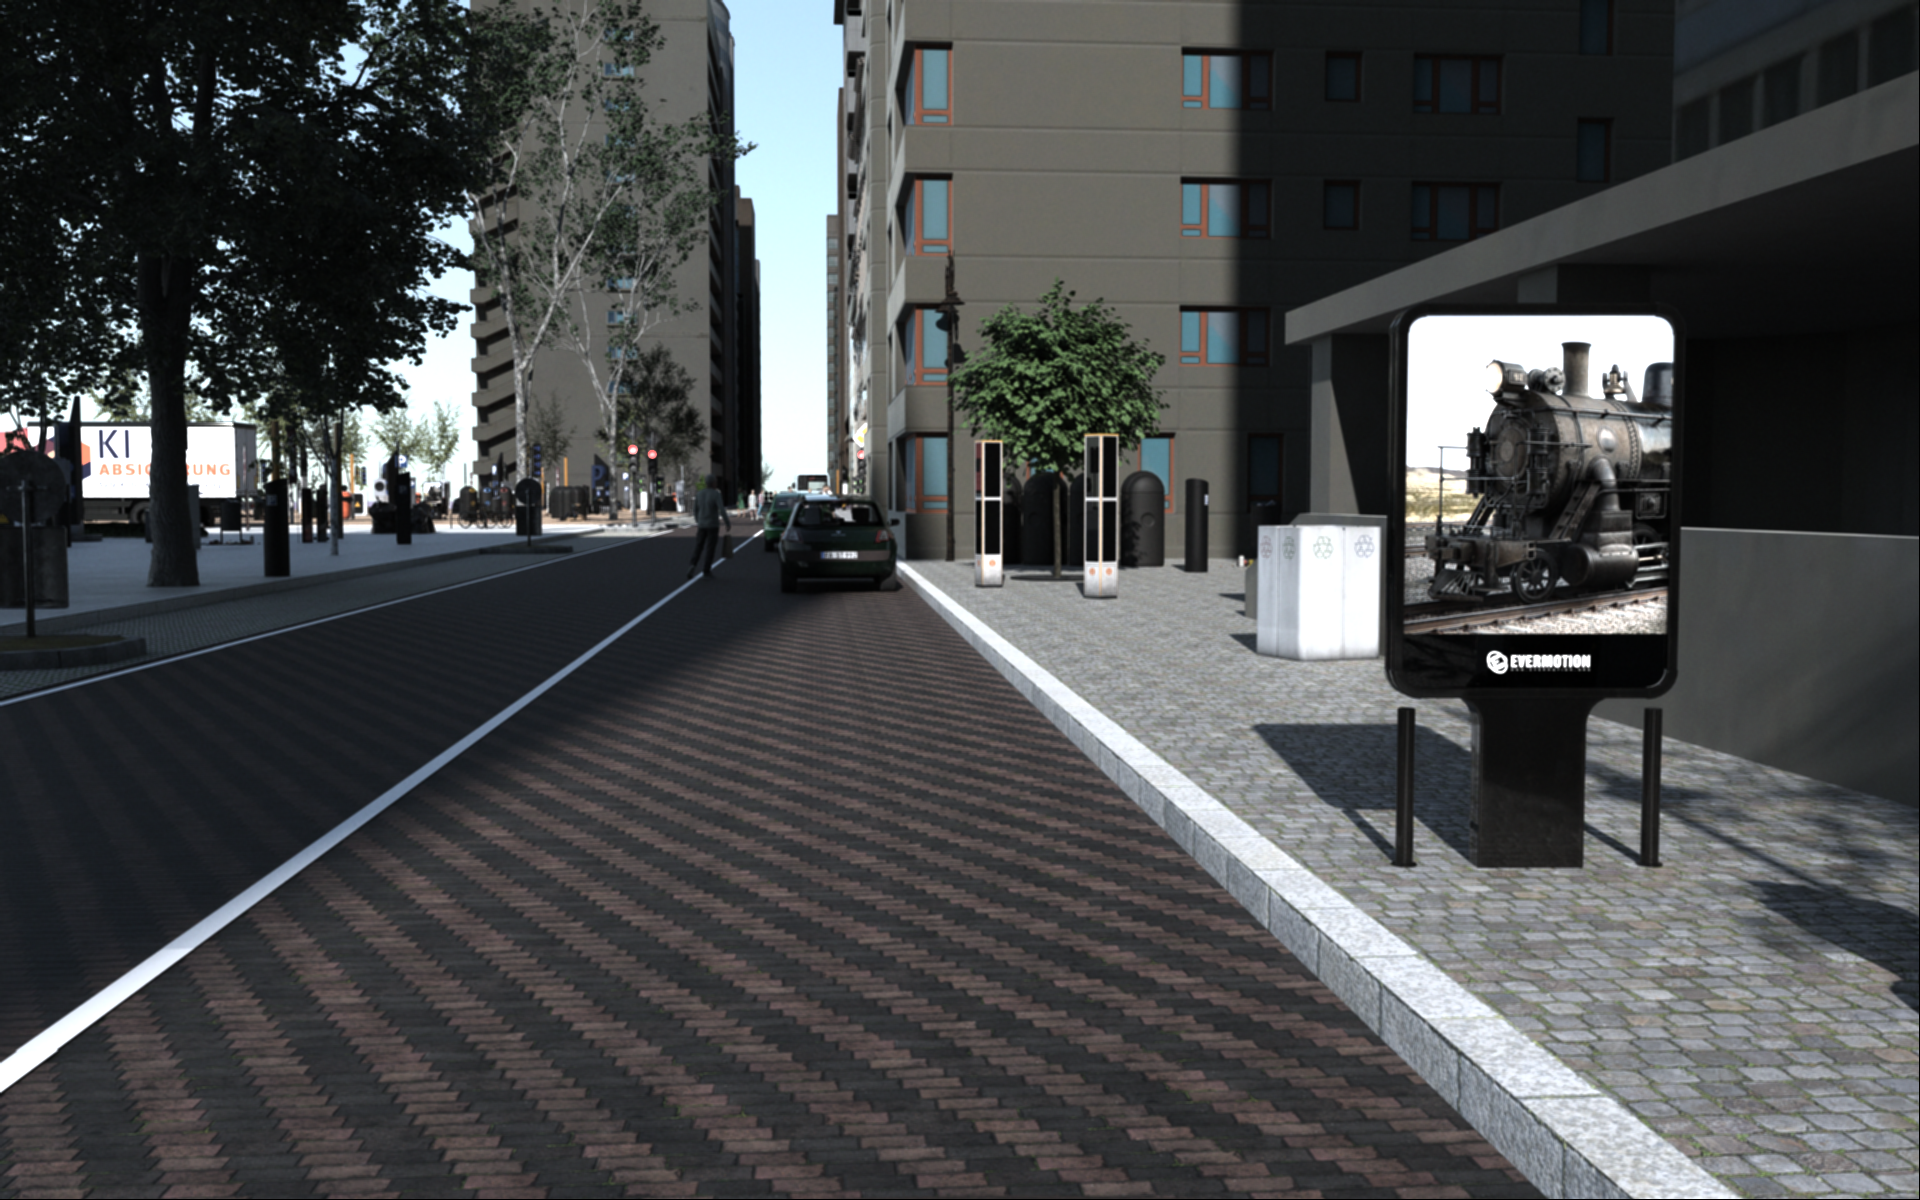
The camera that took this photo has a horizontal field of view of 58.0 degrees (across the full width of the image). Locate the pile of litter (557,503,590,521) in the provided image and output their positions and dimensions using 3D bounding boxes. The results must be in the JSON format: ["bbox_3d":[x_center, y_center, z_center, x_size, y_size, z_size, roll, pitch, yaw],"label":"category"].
[{"bbox_3d":[-18.251,-4.176,82.248,1.719,0.858,1.176,1,4,18],"label":"pile of litter"}]

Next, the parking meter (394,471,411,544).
[{"bbox_3d":[-14.265,-2.361,44.316,0.399,1.863,0.255,-1,4,-19],"label":"parking meter"}]

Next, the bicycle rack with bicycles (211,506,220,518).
[{"bbox_3d":[-40.471,-4.871,93.030,2.925,0.926,2.852,-1,4,-16],"label":"bicycle rack with bicycles"}]

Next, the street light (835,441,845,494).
[{"bbox_3d":[-10.891,-11.303,157.587,0.468,5.910,1.993,0,4,-5],"label":"street light"}]

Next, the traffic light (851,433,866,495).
[{"bbox_3d":[-4.286,-5.275,75.171,0.839,4.253,0.868,0,4,-5],"label":"traffic light"}]

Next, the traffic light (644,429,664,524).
[{"bbox_3d":[-13.165,-5.229,74.408,0.839,4.253,0.868,0,4,-5],"label":"traffic light"}]

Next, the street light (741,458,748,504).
[{"bbox_3d":[-27.591,-15.122,220.039,0.468,5.910,1.993,0,4,-5],"label":"street light"}]

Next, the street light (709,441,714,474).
[{"bbox_3d":[-21.713,-10.925,151.406,0.468,5.910,1.993,0,4,-5],"label":"street light"}]

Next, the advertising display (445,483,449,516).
[{"bbox_3d":[-30.283,-5.930,102.172,0.123,1.923,0.974,-1,4,-8],"label":"advertising display"}]

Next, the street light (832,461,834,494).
[{"bbox_3d":[-13.654,-13.373,191.434,0.468,5.910,1.993,0,4,-5],"label":"street light"}]

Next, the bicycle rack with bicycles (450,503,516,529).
[{"bbox_3d":[-17.835,-3.159,65.037,2.925,0.926,2.852,2,4,30],"label":"bicycle rack with bicycles"}]

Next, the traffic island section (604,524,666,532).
[{"bbox_3d":[-12.533,-2.710,66.583,2.009,0.180,2.903,0,4,-5],"label":"traffic island section"}]

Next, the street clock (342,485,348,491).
[{"bbox_3d":[-49.614,-8.259,139.596,0.471,2.002,0.358,0,4,-1],"label":"street clock"}]

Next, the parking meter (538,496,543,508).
[{"bbox_3d":[-34.319,-8.313,141.624,0.255,1.863,0.399,1,4,23],"label":"parking meter"}]

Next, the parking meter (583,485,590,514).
[{"bbox_3d":[-24.079,-6.476,111.595,0.399,1.863,0.255,1,4,18],"label":"parking meter"}]

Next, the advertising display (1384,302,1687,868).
[{"bbox_3d":[1.956,-0.044,5.931,0.974,1.923,0.123,0,4,0],"label":"advertising display"}]

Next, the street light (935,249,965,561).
[{"bbox_3d":[-0.196,-3.680,32.952,0.468,5.910,1.993,0,4,-5],"label":"street light"}]

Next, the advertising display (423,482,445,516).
[{"bbox_3d":[-27.726,-5.254,91.118,0.974,1.923,0.123,0,4,1],"label":"advertising display"}]

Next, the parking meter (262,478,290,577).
[{"bbox_3d":[-10.678,-1.140,27.043,0.372,1.533,0.369,0,3,0],"label":"parking meter"}]

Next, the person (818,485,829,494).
[{"bbox_3d":[-6.070,-4.184,76.873,0.622,1.834,0.822,-3,5,-41],"label":"person"}]

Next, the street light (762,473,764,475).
[{"bbox_3d":[-34.475,-20.189,302.880,0.468,5.910,1.993,0,4,-5],"label":"street light"}]

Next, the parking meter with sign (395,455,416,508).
[{"bbox_3d":[-24.592,-4.951,77.204,0.543,3.016,1.738,-3,4,-38],"label":"parking meter with sign"}]

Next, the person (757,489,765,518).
[{"bbox_3d":[-12.174,-5.885,105.553,0.643,1.720,0.563,-1,4,-21],"label":"person"}]

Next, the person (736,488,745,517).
[{"bbox_3d":[-13.522,-5.999,106.831,0.529,1.795,0.600,1,4,11],"label":"person"}]

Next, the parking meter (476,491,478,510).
[{"bbox_3d":[-37.749,-7.735,134.884,0.372,1.533,0.369,0,3,0],"label":"parking meter"}]

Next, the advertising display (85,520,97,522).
[{"bbox_3d":[-40.331,-4.581,80.114,0.974,1.923,0.123,1,4,17],"label":"advertising display"}]

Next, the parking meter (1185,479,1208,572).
[{"bbox_3d":[3.889,-1.226,28.458,0.372,1.533,0.369,0,3,0],"label":"parking meter"}]

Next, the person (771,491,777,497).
[{"bbox_3d":[-19.287,-10.446,179.830,0.750,1.759,0.617,-2,4,-32],"label":"person"}]

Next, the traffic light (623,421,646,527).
[{"bbox_3d":[-12.493,-4.742,66.451,0.839,4.253,0.868,0,4,-5],"label":"traffic light"}]

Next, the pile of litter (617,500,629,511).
[{"bbox_3d":[-26.244,-7.357,134.252,1.176,0.858,1.719,0,4,3],"label":"pile of litter"}]

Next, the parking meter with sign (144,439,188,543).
[{"bbox_3d":[-21.324,-3.071,46.479,0.543,3.016,1.738,0,4,-1],"label":"parking meter with sign"}]

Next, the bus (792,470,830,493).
[{"bbox_3d":[-11.760,-8.686,136.871,2.948,3.499,13.247,0,4,-6],"label":"bus"}]

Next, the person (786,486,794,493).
[{"bbox_3d":[-9.033,-5.189,93.152,0.655,1.846,0.447,-3,4,-36],"label":"person"}]

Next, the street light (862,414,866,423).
[{"bbox_3d":[-4.382,-6.659,81.660,0.468,5.910,1.993,0,4,-5],"label":"street light"}]

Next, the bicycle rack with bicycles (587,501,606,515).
[{"bbox_3d":[-23.369,-5.707,106.691,2.852,0.926,2.925,-2,4,-31],"label":"bicycle rack with bicycles"}]

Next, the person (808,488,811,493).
[{"bbox_3d":[-9.383,-6.093,108.472,0.624,1.780,0.694,2,4,34],"label":"person"}]

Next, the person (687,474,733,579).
[{"bbox_3d":[-4.195,-1.240,29.264,0.782,1.767,0.515,2,4,25],"label":"person"}]

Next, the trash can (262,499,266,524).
[{"bbox_3d":[-21.199,-2.564,53.575,0.748,1.137,0.748,0,3,0],"label":"trash can"}]

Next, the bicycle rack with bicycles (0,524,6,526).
[{"bbox_3d":[-17.695,-1.030,30.215,2.925,0.926,2.852,-1,4,-10],"label":"bicycle rack with bicycles"}]

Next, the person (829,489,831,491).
[{"bbox_3d":[-6.769,-4.985,90.346,0.599,1.781,0.374,1,4,19],"label":"person"}]

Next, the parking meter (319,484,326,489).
[{"bbox_3d":[-35.323,-5.527,96.080,0.399,1.863,0.255,1,4,16],"label":"parking meter"}]

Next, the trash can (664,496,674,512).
[{"bbox_3d":[-20.925,-6.903,124.520,0.748,1.137,0.748,0,3,0],"label":"trash can"}]

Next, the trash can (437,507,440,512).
[{"bbox_3d":[-32.842,-5.913,108.339,0.748,1.137,0.748,0,3,0],"label":"trash can"}]

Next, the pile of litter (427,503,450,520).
[{"bbox_3d":[-26.183,-4.403,85.950,1.719,0.858,1.176,2,4,24],"label":"pile of litter"}]

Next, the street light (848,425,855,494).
[{"bbox_3d":[-7.238,-8.753,115.905,0.468,5.910,1.993,0,4,-5],"label":"street light"}]

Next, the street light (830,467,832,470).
[{"bbox_3d":[-16.503,-15.472,225.750,0.468,5.910,1.993,0,4,-5],"label":"street light"}]

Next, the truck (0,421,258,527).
[{"bbox_3d":[-33.761,-4.847,68.162,11.283,4.237,2.839,0,4,-3],"label":"truck"}]

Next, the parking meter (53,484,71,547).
[{"bbox_3d":[-21.663,-2.040,41.766,0.372,1.533,0.369,0,3,0],"label":"parking meter"}]

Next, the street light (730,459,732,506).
[{"bbox_3d":[-24.526,-12.995,185.249,0.468,5.910,1.993,0,4,-5],"label":"street light"}]

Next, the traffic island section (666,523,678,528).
[{"bbox_3d":[-13.206,-3.196,74.540,2.009,0.180,2.903,0,4,-5],"label":"traffic island section"}]

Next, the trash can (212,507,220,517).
[{"bbox_3d":[-41.284,-5.184,96.406,0.748,1.137,0.748,0,3,0],"label":"trash can"}]

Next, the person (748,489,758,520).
[{"bbox_3d":[-11.544,-5.324,96.551,0.512,1.701,0.522,-1,4,-17],"label":"person"}]

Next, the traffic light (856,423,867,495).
[{"bbox_3d":[-3.614,-4.789,67.215,0.839,4.253,0.868,0,4,-5],"label":"traffic light"}]

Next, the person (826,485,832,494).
[{"bbox_3d":[-6.105,-4.358,79.851,0.679,1.850,0.850,3,5,40],"label":"person"}]
